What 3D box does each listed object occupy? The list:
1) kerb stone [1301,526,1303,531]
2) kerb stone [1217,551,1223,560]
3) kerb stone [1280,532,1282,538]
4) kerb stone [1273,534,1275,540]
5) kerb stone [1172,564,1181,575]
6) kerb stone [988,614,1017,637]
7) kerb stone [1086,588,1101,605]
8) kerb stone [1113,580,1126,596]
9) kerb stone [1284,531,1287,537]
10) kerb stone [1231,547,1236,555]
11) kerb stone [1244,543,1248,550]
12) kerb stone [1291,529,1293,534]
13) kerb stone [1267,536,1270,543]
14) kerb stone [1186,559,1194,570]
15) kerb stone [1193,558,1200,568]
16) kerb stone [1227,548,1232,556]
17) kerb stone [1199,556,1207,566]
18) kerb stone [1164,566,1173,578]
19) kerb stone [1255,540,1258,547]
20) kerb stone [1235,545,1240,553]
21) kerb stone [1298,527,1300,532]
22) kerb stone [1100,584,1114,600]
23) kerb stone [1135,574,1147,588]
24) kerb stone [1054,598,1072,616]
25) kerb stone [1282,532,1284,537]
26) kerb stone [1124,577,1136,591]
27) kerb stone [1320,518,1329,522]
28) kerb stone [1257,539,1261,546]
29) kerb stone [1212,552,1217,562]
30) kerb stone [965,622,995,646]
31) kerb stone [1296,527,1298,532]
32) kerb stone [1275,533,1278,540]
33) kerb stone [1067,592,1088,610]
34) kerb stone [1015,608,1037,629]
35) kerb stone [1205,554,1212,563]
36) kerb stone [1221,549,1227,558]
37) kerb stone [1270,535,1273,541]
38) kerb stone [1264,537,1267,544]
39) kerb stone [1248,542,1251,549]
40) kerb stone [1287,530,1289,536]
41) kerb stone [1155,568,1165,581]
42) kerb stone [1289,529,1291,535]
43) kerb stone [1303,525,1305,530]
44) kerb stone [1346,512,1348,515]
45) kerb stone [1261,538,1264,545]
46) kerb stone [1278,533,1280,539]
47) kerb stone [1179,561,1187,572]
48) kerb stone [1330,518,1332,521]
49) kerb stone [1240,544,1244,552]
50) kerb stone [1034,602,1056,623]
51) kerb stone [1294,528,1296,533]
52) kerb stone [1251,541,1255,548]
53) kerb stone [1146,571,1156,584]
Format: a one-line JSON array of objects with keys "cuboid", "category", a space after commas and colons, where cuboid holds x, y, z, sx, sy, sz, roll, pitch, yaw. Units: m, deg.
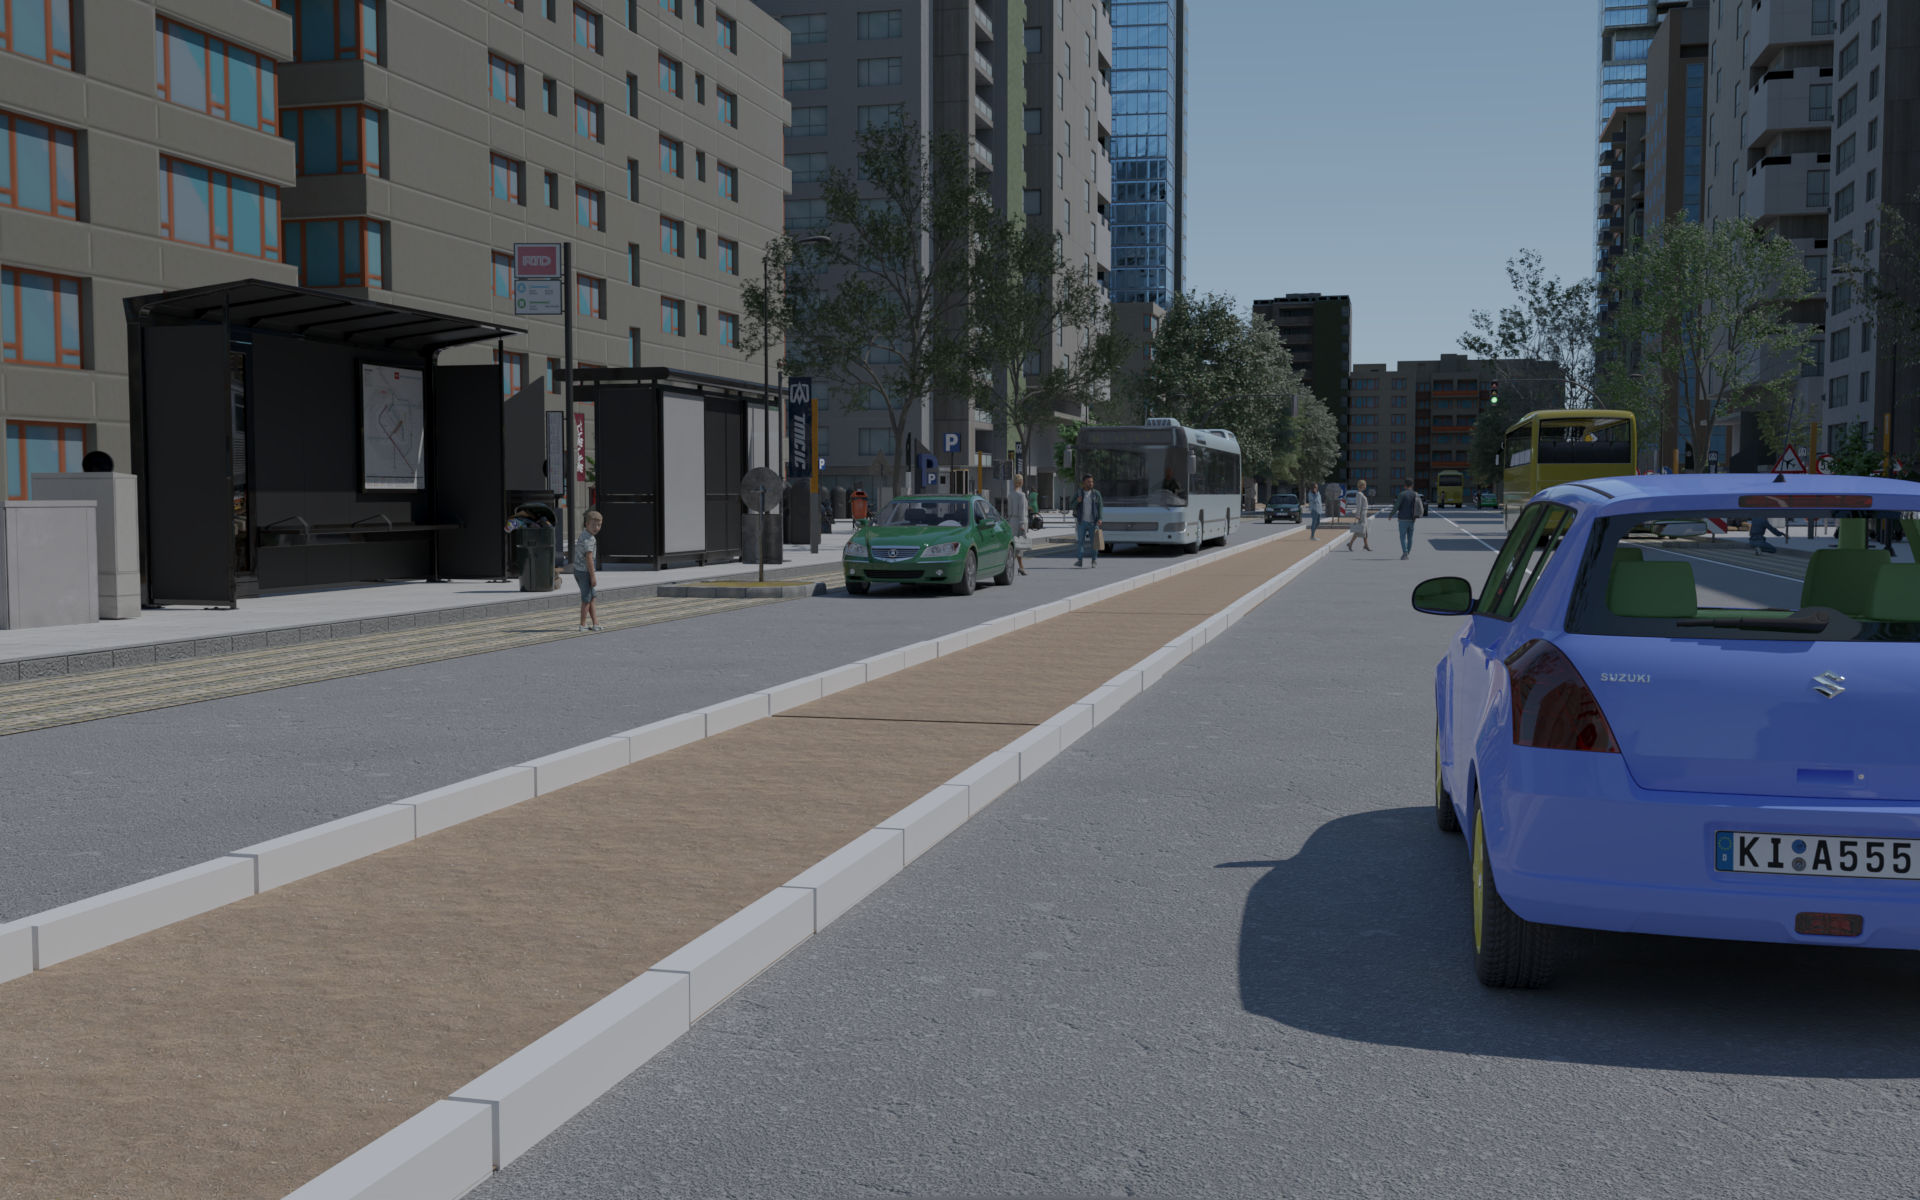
[{"cuboid": [12.927, -2.688, 66.201, 0.120, 0.150, 1.000, 1, 4, 14], "category": "kerb stone"}, {"cuboid": [5.512, -0.932, 37.442, 0.120, 0.150, 1.000, 1, 4, 14], "category": "kerb stone"}, {"cuboid": [10.109, -2.022, 55.287, 0.120, 0.150, 1.000, 1, 4, 14], "category": "kerb stone"}, {"cuboid": [9.338, -1.842, 52.311, 0.120, 0.150, 1.000, 1, 4, 14], "category": "kerb stone"}, {"cuboid": [3.716, -0.506, 30.490, 0.120, 0.150, 1.000, 1, 4, 14], "category": "kerb stone"}, {"cuboid": [0.383, 0.282, 17.590, 0.120, 0.150, 1.000, 1, 4, 14], "category": "kerb stone"}, {"cuboid": [1.660, -0.021, 22.541, 0.120, 0.150, 1.000, 1, 4, 14], "category": "kerb stone"}, {"cuboid": [2.171, -0.143, 24.527, 0.120, 0.150, 1.000, 1, 4, 14], "category": "kerb stone"}, {"cuboid": [10.618, -2.145, 57.269, 0.120, 0.150, 1.000, 1, 4, 14], "category": "kerb stone"}, {"cuboid": [6.268, -1.108, 40.419, 0.120, 0.150, 1.000, 1, 4, 14], "category": "kerb stone"}, {"cuboid": [7.040, -1.296, 43.390, 0.120, 0.150, 1.000, 1, 4, 14], "category": "kerb stone"}, {"cuboid": [11.387, -2.318, 60.250, 0.120, 0.150, 1.000, 1, 4, 14], "category": "kerb stone"}, {"cuboid": [8.833, -1.721, 50.330, 0.120, 0.150, 1.000, 1, 4, 14], "category": "kerb stone"}, {"cuboid": [4.224, -0.629, 32.474, 0.120, 0.150, 1.000, 1, 4, 14], "category": "kerb stone"}, {"cuboid": [4.473, -0.689, 33.466, 0.120, 0.150, 1.000, 1, 4, 14], "category": "kerb stone"}, {"cuboid": [6.017, -1.054, 39.426, 0.120, 0.150, 1.000, 1, 4, 14], "category": "kerb stone"}, {"cuboid": [4.739, -0.750, 34.463, 0.120, 0.150, 1.000, 1, 4, 14], "category": "kerb stone"}, {"cuboid": [3.454, -0.447, 29.502, 0.120, 0.150, 1.000, 1, 4, 14], "category": "kerb stone"}, {"cuboid": [7.802, -1.478, 46.362, 0.120, 0.150, 1.000, 1, 4, 14], "category": "kerb stone"}, {"cuboid": [6.527, -1.174, 41.410, 0.120, 0.150, 1.000, 1, 4, 14], "category": "kerb stone"}, {"cuboid": [12.414, -2.570, 64.216, 0.120, 0.150, 1.000, 1, 4, 14], "category": "kerb stone"}, {"cuboid": [1.916, -0.082, 23.530, 0.120, 0.150, 1.000, 1, 4, 14], "category": "kerb stone"}, {"cuboid": [2.688, -0.264, 26.519, 0.120, 0.150, 1.000, 1, 4, 14], "category": "kerb stone"}, {"cuboid": [1.146, 0.109, 20.561, 0.120, 0.150, 1.000, 1, 4, 14], "category": "kerb stone"}, {"cuboid": [10.361, -2.085, 56.277, 0.120, 0.150, 1.000, 1, 4, 14], "category": "kerb stone"}, {"cuboid": [2.427, -0.200, 25.521, 0.120, 0.150, 1.000, 1, 4, 14], "category": "kerb stone"}, {"cuboid": [18.436, -4.000, 87.597, 0.120, 0.150, 1.000, 1, 4, 14], "category": "kerb stone"}, {"cuboid": [8.054, -1.537, 47.357, 0.120, 0.150, 1.000, 1, 4, 14], "category": "kerb stone"}, {"cuboid": [5.247, -0.872, 36.449, 0.120, 0.150, 1.000, 1, 4, 14], "category": "kerb stone"}, {"cuboid": [0.135, 0.350, 16.597, 0.120, 0.150, 1.000, 1, 4, 14], "category": "kerb stone"}, {"cuboid": [12.161, -2.509, 63.225, 0.120, 0.150, 1.000, 1, 4, 14], "category": "kerb stone"}, {"cuboid": [9.598, -1.903, 53.305, 0.120, 0.150, 1.000, 1, 4, 14], "category": "kerb stone"}, {"cuboid": [1.408, 0.039, 21.550, 0.120, 0.150, 1.000, 1, 4, 14], "category": "kerb stone"}, {"cuboid": [0.638, 0.224, 18.580, 0.120, 0.150, 1.000, 1, 4, 14], "category": "kerb stone"}, {"cuboid": [4.993, -0.809, 35.454, 0.120, 0.150, 1.000, 1, 4, 14], "category": "kerb stone"}, {"cuboid": [5.760, -0.991, 38.436, 0.120, 0.150, 1.000, 1, 4, 14], "category": "kerb stone"}, {"cuboid": [9.090, -1.779, 51.319, 0.120, 0.150, 1.000, 1, 4, 14], "category": "kerb stone"}, {"cuboid": [8.571, -1.660, 49.339, 0.120, 0.150, 1.000, 1, 4, 14], "category": "kerb stone"}, {"cuboid": [7.299, -1.357, 44.379, 0.120, 0.150, 1.000, 1, 4, 14], "category": "kerb stone"}, {"cuboid": [10.879, -2.206, 58.257, 0.120, 0.150, 1.000, 1, 4, 14], "category": "kerb stone"}, {"cuboid": [3.205, -0.386, 28.510, 0.120, 0.150, 1.000, 1, 4, 14], "category": "kerb stone"}, {"cuboid": [11.133, -2.267, 59.254, 0.120, 0.150, 1.000, 1, 4, 14], "category": "kerb stone"}, {"cuboid": [13.180, -2.747, 67.192, 0.120, 0.150, 1.000, 1, 4, 14], "category": "kerb stone"}, {"cuboid": [25.360, -5.637, 114.381, 0.120, 0.150, 1.000, 1, 4, 14], "category": "kerb stone"}, {"cuboid": [8.321, -1.587, 48.344, 0.120, 0.150, 1.000, 1, 4, 14], "category": "kerb stone"}, {"cuboid": [9.850, -1.963, 54.298, 0.120, 0.150, 1.000, 1, 4, 14], "category": "kerb stone"}, {"cuboid": [3.963, -0.568, 31.486, 0.120, 0.150, 1.000, 1, 4, 14], "category": "kerb stone"}, {"cuboid": [19.220, -4.181, 90.566, 0.120, 0.150, 1.000, 1, 4, 14], "category": "kerb stone"}, {"cuboid": [6.789, -1.236, 42.399, 0.120, 0.150, 1.000, 1, 4, 14], "category": "kerb stone"}, {"cuboid": [0.898, 0.161, 19.569, 0.120, 0.150, 1.000, 1, 4, 14], "category": "kerb stone"}, {"cuboid": [11.900, -2.449, 62.236, 0.120, 0.150, 1.000, 1, 4, 14], "category": "kerb stone"}, {"cuboid": [7.552, -1.417, 45.370, 0.120, 0.150, 1.000, 1, 4, 14], "category": "kerb stone"}, {"cuboid": [2.941, -0.325, 27.510, 0.120, 0.150, 1.000, 1, 4, 14], "category": "kerb stone"}]
